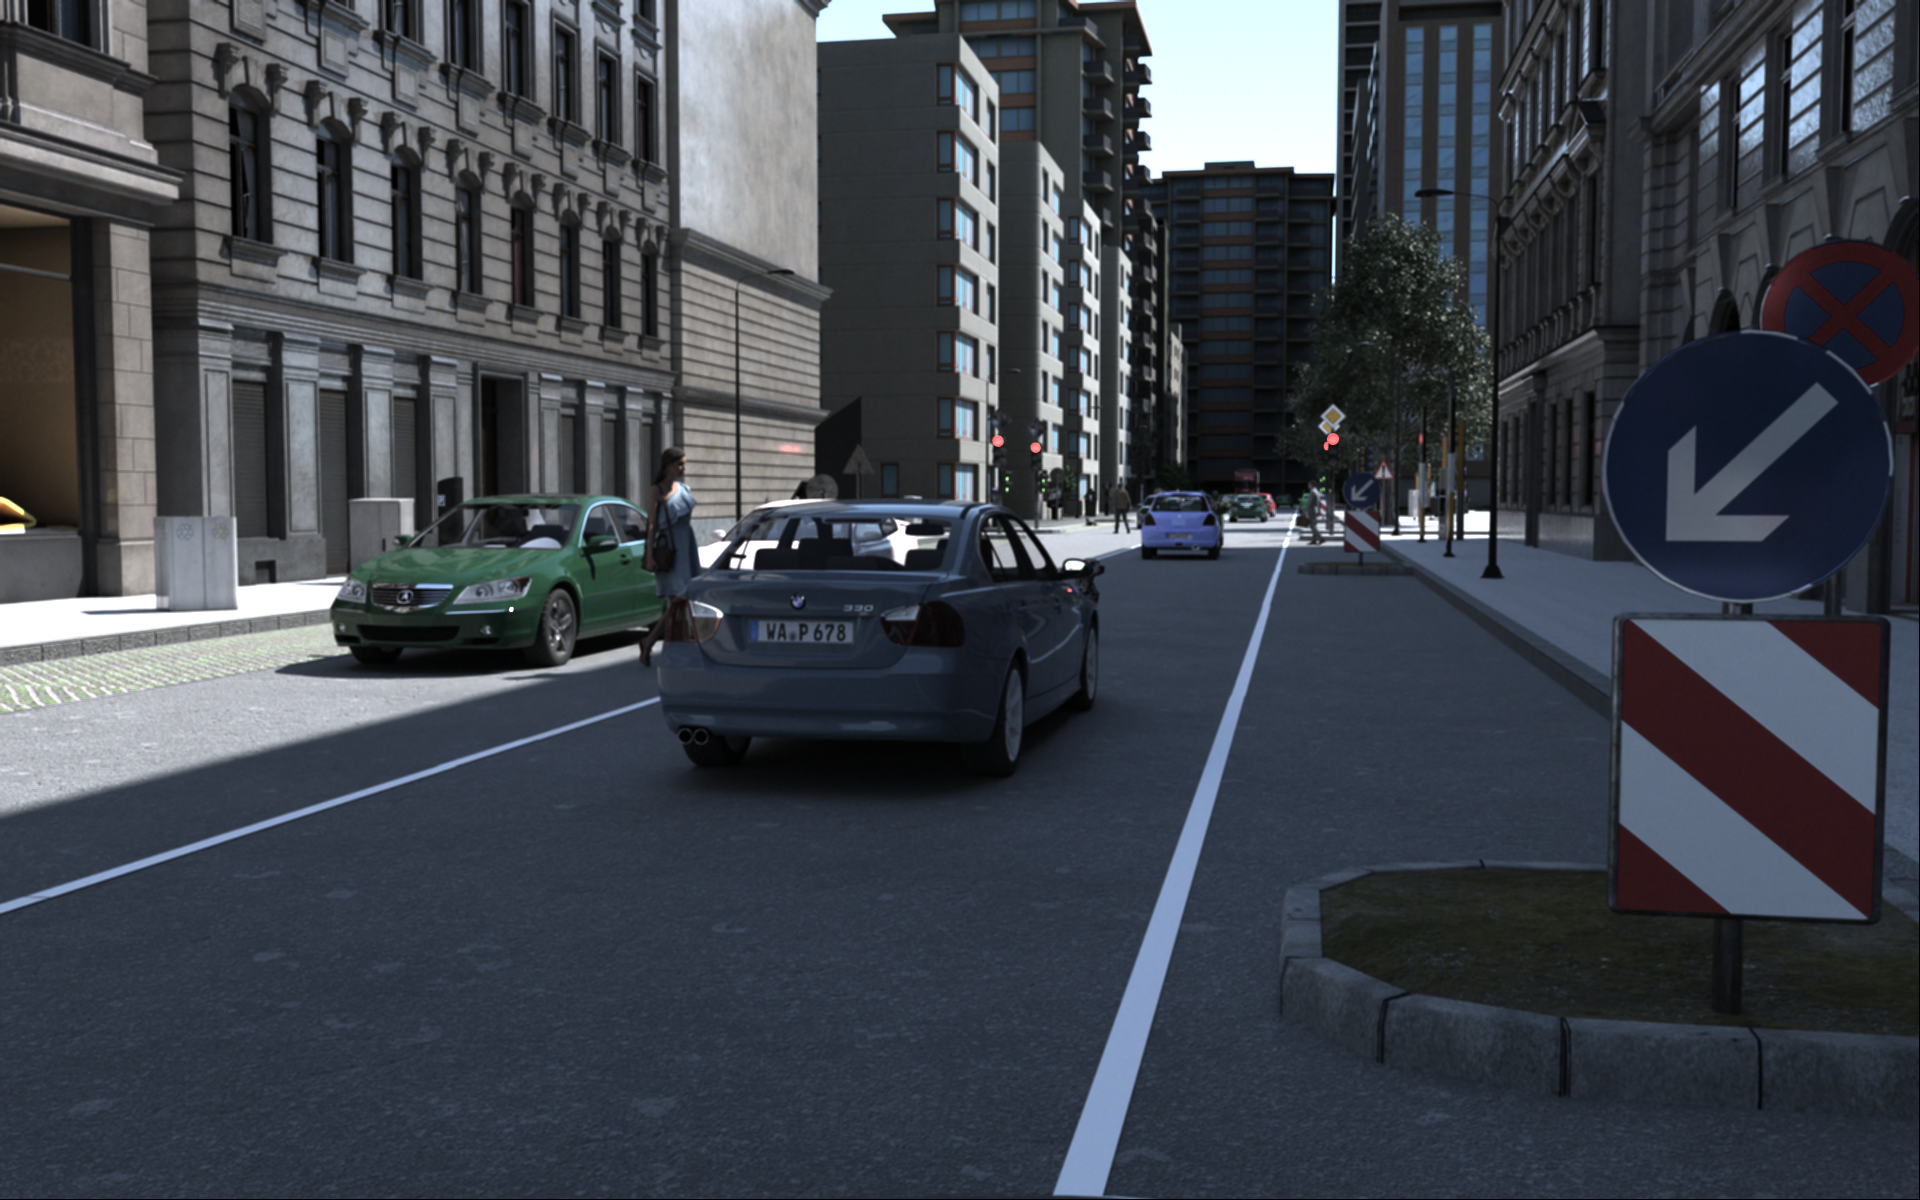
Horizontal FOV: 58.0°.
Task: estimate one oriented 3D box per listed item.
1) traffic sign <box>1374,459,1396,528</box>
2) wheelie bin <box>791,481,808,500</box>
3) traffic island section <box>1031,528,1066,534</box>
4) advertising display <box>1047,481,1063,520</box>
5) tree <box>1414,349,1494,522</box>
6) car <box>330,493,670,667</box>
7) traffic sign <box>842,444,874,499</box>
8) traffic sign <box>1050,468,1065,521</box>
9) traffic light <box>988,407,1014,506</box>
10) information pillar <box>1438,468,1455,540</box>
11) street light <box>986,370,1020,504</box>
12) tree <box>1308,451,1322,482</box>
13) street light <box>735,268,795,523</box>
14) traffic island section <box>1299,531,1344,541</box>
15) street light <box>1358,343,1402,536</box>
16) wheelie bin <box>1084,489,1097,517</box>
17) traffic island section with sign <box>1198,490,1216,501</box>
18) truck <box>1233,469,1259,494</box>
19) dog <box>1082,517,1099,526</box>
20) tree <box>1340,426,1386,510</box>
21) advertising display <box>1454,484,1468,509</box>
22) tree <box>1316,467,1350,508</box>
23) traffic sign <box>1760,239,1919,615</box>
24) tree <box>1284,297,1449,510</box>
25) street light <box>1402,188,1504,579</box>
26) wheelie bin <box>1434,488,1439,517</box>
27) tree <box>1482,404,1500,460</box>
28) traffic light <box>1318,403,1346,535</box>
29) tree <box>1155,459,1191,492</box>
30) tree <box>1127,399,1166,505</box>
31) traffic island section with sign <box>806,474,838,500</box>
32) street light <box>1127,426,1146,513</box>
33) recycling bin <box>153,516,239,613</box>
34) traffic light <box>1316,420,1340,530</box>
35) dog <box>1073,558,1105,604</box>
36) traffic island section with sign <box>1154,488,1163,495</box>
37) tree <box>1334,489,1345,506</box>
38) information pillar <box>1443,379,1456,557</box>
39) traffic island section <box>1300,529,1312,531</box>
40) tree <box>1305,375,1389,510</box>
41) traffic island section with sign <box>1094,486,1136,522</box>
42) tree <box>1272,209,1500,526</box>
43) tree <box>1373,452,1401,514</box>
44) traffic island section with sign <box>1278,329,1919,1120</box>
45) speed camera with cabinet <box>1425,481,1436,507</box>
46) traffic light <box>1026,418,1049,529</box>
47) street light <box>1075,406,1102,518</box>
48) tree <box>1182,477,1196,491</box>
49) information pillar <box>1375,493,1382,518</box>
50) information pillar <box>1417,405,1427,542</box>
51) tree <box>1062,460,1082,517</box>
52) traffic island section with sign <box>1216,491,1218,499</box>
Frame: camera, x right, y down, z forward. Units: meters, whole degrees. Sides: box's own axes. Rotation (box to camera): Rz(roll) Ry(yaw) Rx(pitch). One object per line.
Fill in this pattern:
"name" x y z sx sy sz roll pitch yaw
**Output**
"traffic sign" 15.795 -3.953 64.629 0.884 2.594 0.081 1 4 17
"wheelie bin" -3.584 -2.039 41.247 0.693 1.594 0.980 2 4 28
"traffic island section" 2.802 -2.541 63.823 2.009 0.180 2.903 1 4 11
"advertising display" 4.761 -4.994 86.869 0.974 1.923 0.123 3 5 42
"tree" 22.947 -7.922 79.888 4.737 8.622 4.395 0 3 0
"car" -3.927 -0.257 15.994 2.131 1.459 4.920 1 4 11
"traffic sign" -2.665 -2.767 45.245 0.884 2.594 0.081 1 4 17
"traffic sign" 4.670 -5.086 83.263 0.768 2.556 0.104 1 4 18
"traffic light" 1.292 -4.093 55.846 0.839 4.253 0.868 1 4 11
"information pillar" 13.503 -2.665 48.066 0.304 2.012 0.304 -2 4 -27
"street light" 1.552 -5.647 64.867 1.470 5.913 1.316 1 4 11
"tree" 44.582 -15.920 210.646 4.737 8.622 4.395 0 3 0
"street light" -4.090 -3.875 35.892 1.470 5.913 1.316 1 4 11
"traffic island section" 11.596 -1.937 53.949 2.009 0.180 2.903 1 4 11
"street light" 12.903 -4.933 53.199 1.470 5.913 1.316 1 4 11
"wheelie bin" 7.460 -5.555 98.739 0.693 1.594 0.980 -1 4 -11
"traffic island section with sign" 22.860 -9.479 163.610 1.989 1.847 2.006 1 4 11
"truck" 32.494 -12.688 196.361 2.839 4.237 11.283 1 4 11
"dog" 5.862 -3.520 77.745 0.550 0.427 0.748 -2 4 -35
"tree" 25.091 -9.630 107.813 4.360 8.622 3.978 0 3 0
"advertising display" 33.471 -6.770 115.897 0.974 1.923 0.123 2 4 34
"tree" 35.646 -11.135 165.769 4.285 4.588 4.351 0 3 0
"traffic sign" 4.435 -0.530 8.766 0.768 2.556 0.104 1 4 17
"tree" 23.512 -11.417 97.036 12.009 13.543 11.850 0 3 0
"street light" 7.600 -3.293 26.386 1.470 5.913 1.316 1 4 11
"wheelie bin" 26.510 -5.335 95.143 0.980 1.594 0.693 -1 4 -17
"tree" 36.323 -10.150 116.319 4.360 8.622 3.978 0 3 0
"traffic light" 11.559 -3.971 53.843 0.839 4.253 0.868 1 4 11
"tree" 19.787 -10.815 160.538 4.285 4.588 4.351 0 3 0
"tree" 13.886 -11.245 134.223 4.360 8.622 3.978 0 3 0
"traffic island section with sign" -2.794 -1.537 33.763 1.989 1.847 2.006 1 4 11
"street light" 12.014 -8.912 118.257 1.470 5.913 1.316 1 4 11
"recycling bin" -8.470 -0.406 19.199 0.722 1.027 0.722 -3 4 -36
"traffic light" 13.106 -4.450 61.677 0.839 4.253 0.868 1 4 11
"dog" 1.179 -0.005 16.918 0.513 0.831 0.800 1 4 8
"traffic island section with sign" 13.176 -6.483 114.632 1.989 1.847 2.006 1 4 11
"tree" 41.351 -11.840 188.189 1.663 3.219 1.824 0 3 0
"information pillar" 9.988 -2.684 35.243 0.183 3.616 0.504 1 4 8
"traffic island section" 13.143 -2.416 61.783 2.009 0.180 2.903 1 4 11
"tree" 30.884 -12.828 135.495 9.928 11.665 9.643 0 3 0
"traffic island section with sign" 7.924 -4.855 88.015 1.989 1.847 2.006 1 4 11
"tree" 17.512 -9.355 69.956 9.611 12.733 9.660 0 3 0
"tree" 19.320 -5.184 79.353 1.663 3.219 1.824 0 3 0
"traffic island section with sign" 1.941 0.223 4.976 1.989 1.847 2.006 1 4 11
"speed camera with cabinet" 34.218 -7.996 125.075 0.660 3.252 2.038 -1 4 -11
"traffic light" 2.839 -4.572 63.681 0.839 4.253 0.868 1 4 11
"street light" 6.784 -7.280 91.562 1.470 5.913 1.316 1 4 11
"tree" 25.266 -11.908 189.289 1.663 3.219 1.824 0 3 0
"information pillar" 21.294 -5.106 87.972 0.304 2.012 0.304 2 4 30
"information pillar" 12.293 -3.346 46.057 0.183 3.616 0.504 0 4 3
"tree" 6.077 -6.236 96.559 1.663 3.219 1.824 0 3 0
"traffic island section with sign" 28.068 -11.097 190.059 1.989 1.847 2.006 1 4 11
